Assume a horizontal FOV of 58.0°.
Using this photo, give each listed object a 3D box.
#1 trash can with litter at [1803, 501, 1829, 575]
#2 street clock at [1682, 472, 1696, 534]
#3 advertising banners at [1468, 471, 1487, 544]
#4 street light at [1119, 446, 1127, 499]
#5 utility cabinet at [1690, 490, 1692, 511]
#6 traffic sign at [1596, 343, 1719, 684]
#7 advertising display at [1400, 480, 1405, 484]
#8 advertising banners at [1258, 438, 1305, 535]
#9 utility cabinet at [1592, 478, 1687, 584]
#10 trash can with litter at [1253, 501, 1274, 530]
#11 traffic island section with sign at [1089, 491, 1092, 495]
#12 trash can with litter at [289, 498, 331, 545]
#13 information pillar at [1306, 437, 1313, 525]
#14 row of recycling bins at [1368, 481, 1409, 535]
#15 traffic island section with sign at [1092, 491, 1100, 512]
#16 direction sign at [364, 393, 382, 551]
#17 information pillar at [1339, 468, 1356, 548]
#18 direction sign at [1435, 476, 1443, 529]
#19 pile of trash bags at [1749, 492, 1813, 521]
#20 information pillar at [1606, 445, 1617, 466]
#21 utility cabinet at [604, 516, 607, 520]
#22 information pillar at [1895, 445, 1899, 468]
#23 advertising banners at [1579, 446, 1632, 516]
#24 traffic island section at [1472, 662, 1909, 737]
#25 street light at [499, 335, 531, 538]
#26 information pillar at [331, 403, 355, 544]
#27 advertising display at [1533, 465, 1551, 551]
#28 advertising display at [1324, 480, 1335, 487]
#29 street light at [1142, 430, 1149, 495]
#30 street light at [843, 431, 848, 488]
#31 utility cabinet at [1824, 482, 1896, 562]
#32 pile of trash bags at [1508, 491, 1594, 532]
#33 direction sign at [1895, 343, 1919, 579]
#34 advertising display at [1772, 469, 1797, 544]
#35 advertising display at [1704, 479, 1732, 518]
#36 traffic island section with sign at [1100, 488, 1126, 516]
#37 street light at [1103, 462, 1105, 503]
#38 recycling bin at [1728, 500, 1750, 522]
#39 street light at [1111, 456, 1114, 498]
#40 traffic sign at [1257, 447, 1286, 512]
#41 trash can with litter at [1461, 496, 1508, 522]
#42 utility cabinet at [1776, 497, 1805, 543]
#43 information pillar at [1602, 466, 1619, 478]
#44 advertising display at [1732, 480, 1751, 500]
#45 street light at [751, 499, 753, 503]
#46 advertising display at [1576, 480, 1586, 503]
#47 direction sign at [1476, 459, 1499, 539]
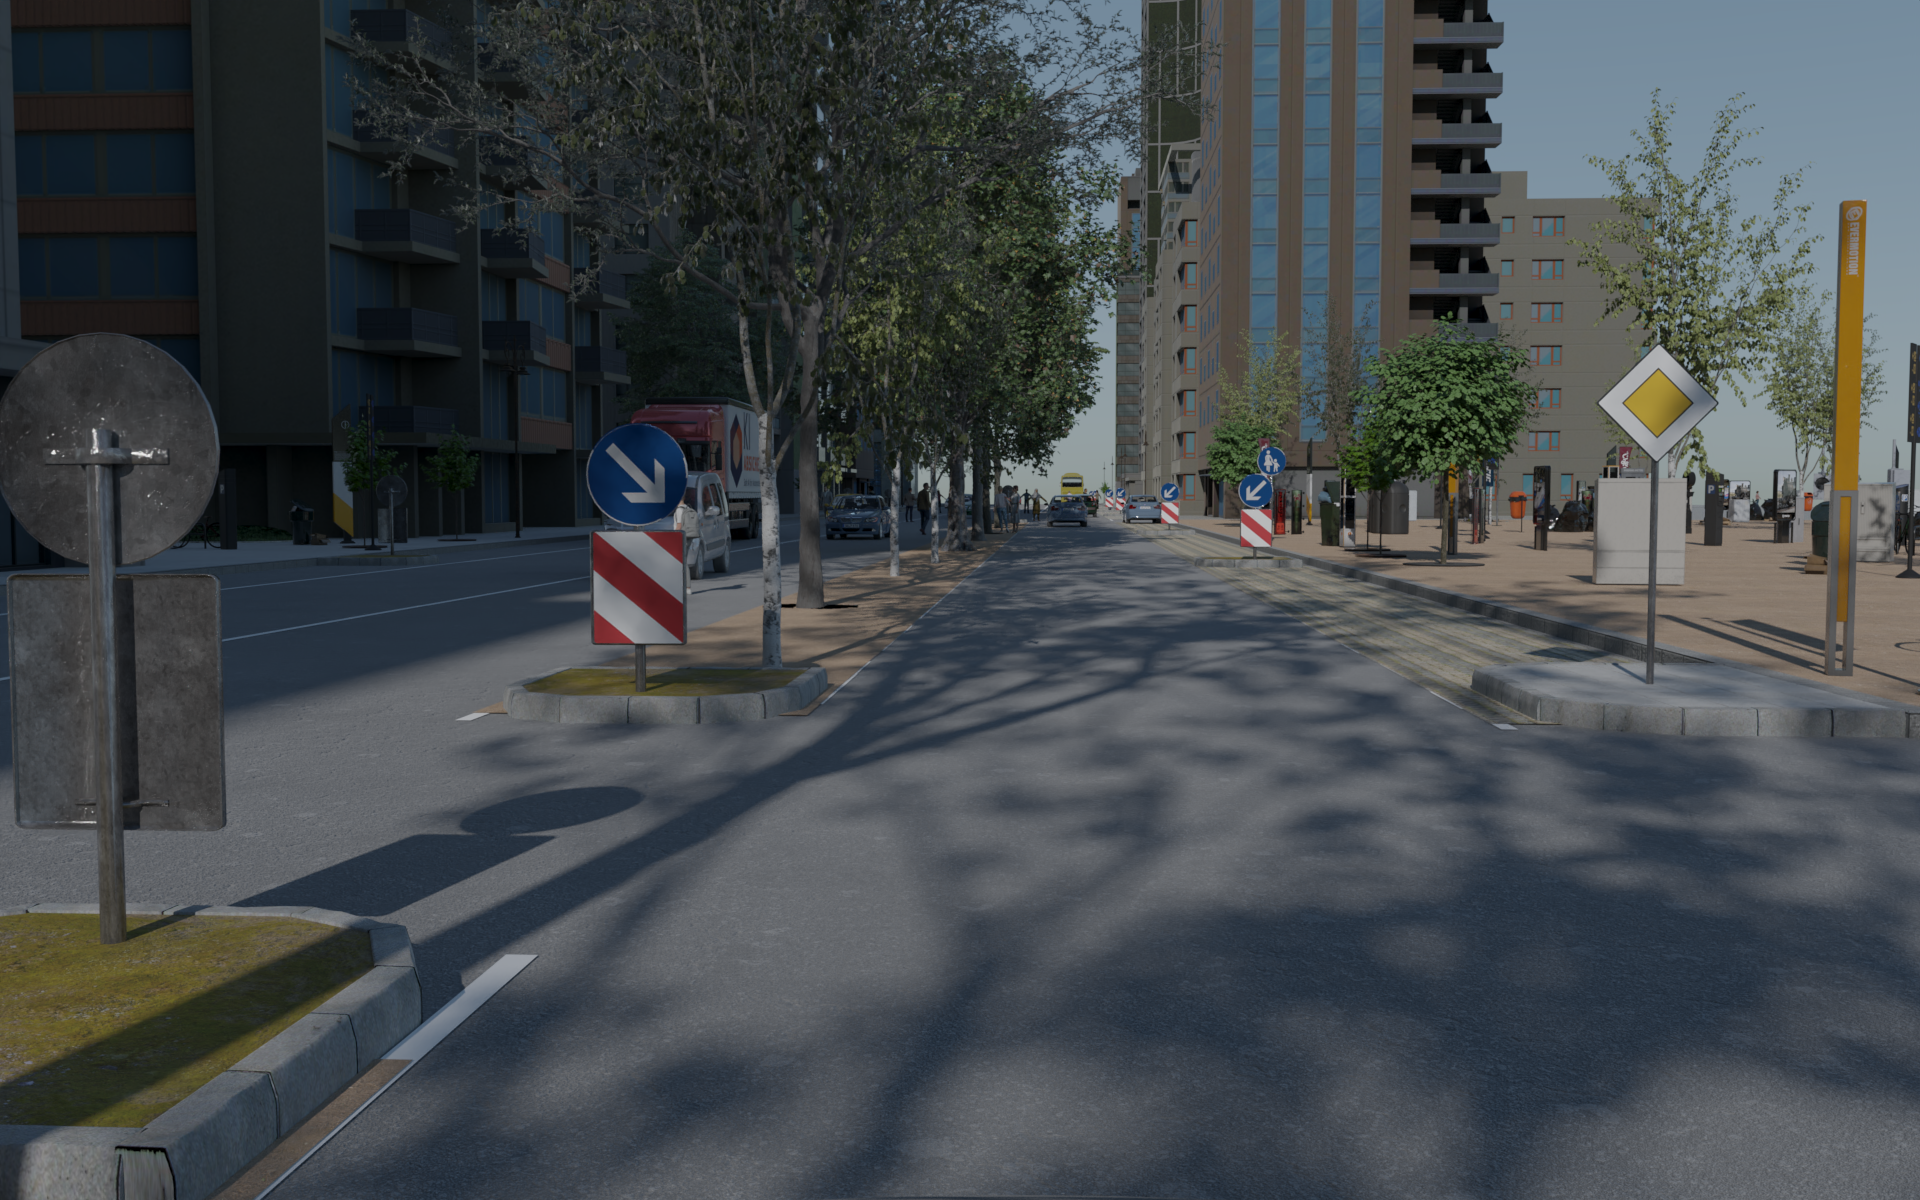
[{"bbox_3d":[13.972,-1.008,27.861,0.624,1.170,1.055,3,4,38],"label":"trash can with litter"},{"bbox_3d":[23.508,-3.139,55.891,0.358,2.002,0.471,0,4,-5],"label":"street clock"},{"bbox_3d":[13.198,-2.940,44.265,0.090,3.025,2.074,2,4,29],"label":"advertising banners"},{"bbox_3d":[15.953,-12.139,171.256,0.468,5.910,1.993,0,4,3],"label":"street light"},{"bbox_3d":[23.375,-2.949,56.893,1.173,1.500,0.318,0,4,7],"label":"utility cabinet"},{"bbox_3d":[4.653,-0.488,11.627,0.795,2.450,0.064,0,4,3],"label":"traffic sign"},{"bbox_3d":[20.236,-4.527,79.225,0.123,1.923,0.974,0,4,6],"label":"advertising display"},{"bbox_3d":[10.082,-3.562,54.419,2.074,3.025,0.090,-2,4,-35],"label":"advertising banners"},{"bbox_3d":[9.562,-0.961,24.392,1.173,1.500,0.318,1,4,10],"label":"utility cabinet"},{"bbox_3d":[8.604,-2.322,49.354,0.624,1.170,1.055,0,4,5],"label":"trash can with litter"},{"bbox_3d":[15.039,-11.291,193.242,1.989,1.847,2.006,0,4,3],"label":"traffic island section with sign"},{"bbox_3d":[-16.335,-1.969,43.588,1.055,1.170,0.624,1,4,17],"label":"trash can with litter"},{"bbox_3d":[14.502,-4.925,71.882,0.183,3.616,0.504,0,4,-6],"label":"information pillar"},{"bbox_3d":[13.925,-3.024,56.552,1.069,1.692,3.534,0,4,5],"label":"row of recycling bins"},{"bbox_3d":[11.812,-7.944,138.514,1.989,1.847,2.006,0,4,3],"label":"traffic island section with sign"},{"bbox_3d":[-13.399,-2.901,39.429,0.379,3.537,0.876,-1,4,-10],"label":"direction sign"},{"bbox_3d":[9.268,-2.255,41.369,0.304,2.012,0.304,0,4,-7],"label":"information pillar"},{"bbox_3d":[17.618,-4.365,63.372,0.876,3.537,0.379,0,4,3],"label":"direction sign"},{"bbox_3d":[39.884,-4.537,83.932,3.447,1.369,1.912,-1,4,-17],"label":"pile of trash bags"},{"bbox_3d":[31.233,-5.610,83.074,0.504,3.616,0.183,-1,4,-14],"label":"information pillar"},{"bbox_3d":[-17.973,-4.677,85.141,1.173,1.500,0.318,0,4,7],"label":"utility cabinet"},{"bbox_3d":[43.951,-5.505,81.369,0.183,3.616,0.504,1,4,11],"label":"information pillar"},{"bbox_3d":[23.710,-4.123,63.591,2.074,3.025,0.090,-1,4,-10],"label":"advertising banners"},{"bbox_3d":[4.677,0.647,11.702,2.009,0.180,2.903,0,4,3],"label":"traffic island section"},{"bbox_3d":[-12.942,-4.753,50.502,0.468,5.910,1.993,0,4,3],"label":"street light"},{"bbox_3d":[-15.926,-3.263,44.701,0.504,3.616,0.183,-3,4,-39],"label":"information pillar"},{"bbox_3d":[13.235,-2.092,39.421,0.123,1.923,0.974,0,4,3],"label":"advertising display"},{"bbox_3d":[17.050,-4.565,79.849,0.123,1.923,0.974,3,4,37],"label":"advertising display"},{"bbox_3d":[13.406,-9.319,125.158,0.468,5.910,1.993,0,4,3],"label":"street light"},{"bbox_3d":[-8.395,-9.448,127.261,0.468,5.910,1.993,0,4,3],"label":"street light"},{"bbox_3d":[17.011,-1.475,32.789,1.173,1.500,0.318,3,5,40],"label":"utility cabinet"},{"bbox_3d":[20.154,-2.987,58.583,3.447,1.369,1.912,-1,4,-13],"label":"pile of trash bags"},{"bbox_3d":[14.484,-2.099,26.316,0.379,3.537,0.876,3,4,39],"label":"direction sign"},{"bbox_3d":[21.458,-2.439,45.086,0.974,1.923,0.123,-3,4,-37],"label":"advertising display"},{"bbox_3d":[32.594,-4.242,74.578,0.974,1.923,0.123,2,4,31],"label":"advertising display"},{"bbox_3d":[10.227,-6.298,111.606,1.989,1.847,2.006,0,4,3],"label":"traffic island section with sign"},{"bbox_3d":[20.447,-16.684,245.565,0.468,5.910,1.993,0,4,3],"label":"street light"},{"bbox_3d":[35.498,-4.062,78.963,0.722,1.027,0.722,0,4,-1],"label":"recycling bin"},{"bbox_3d":[18.321,-14.411,208.404,0.468,5.910,1.993,0,4,3],"label":"street light"},{"bbox_3d":[8.425,-2.861,46.880,0.768,2.556,0.104,0,4,5],"label":"traffic sign"},{"bbox_3d":[24.275,-4.239,80.361,2.233,1.210,1.678,2,4,24],"label":"trash can with litter"},{"bbox_3d":[22.074,-2.132,46.022,1.020,1.237,0.306,-3,5,-41],"label":"utility cabinet"},{"bbox_3d":[16.877,-2.476,44.970,0.304,2.012,0.304,-1,4,-11],"label":"information pillar"},{"bbox_3d":[36.888,-4.696,81.990,0.974,1.923,0.123,0,4,4],"label":"advertising display"},{"bbox_3d":[-10.747,-7.133,89.410,0.468,5.910,1.993,0,4,3],"label":"street light"},{"bbox_3d":[29.540,-4.721,82.403,0.123,1.923,0.974,3,5,39],"label":"advertising display"},{"bbox_3d":[15.023,-3.523,49.598,0.379,3.537,0.876,-2,4,-29],"label":"direction sign"}]
